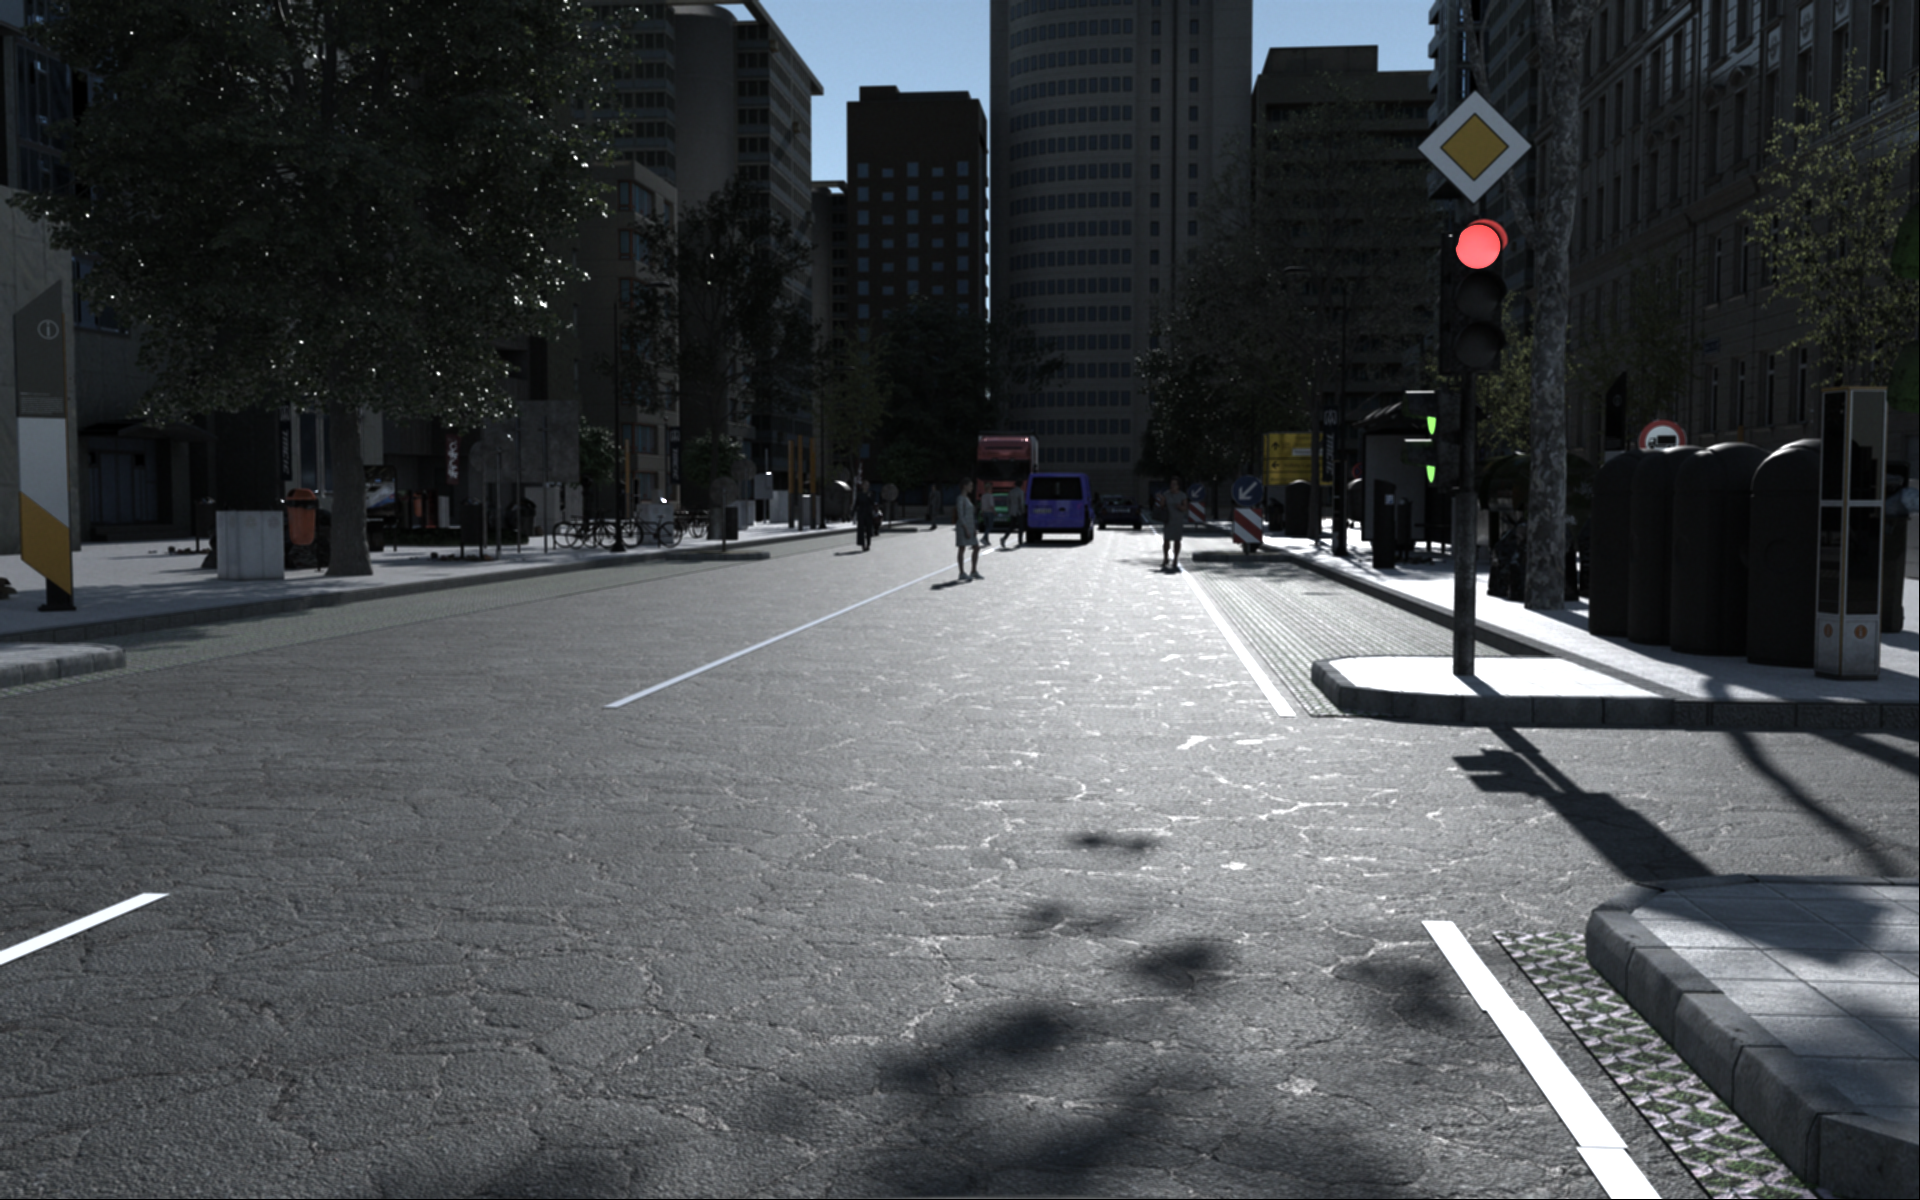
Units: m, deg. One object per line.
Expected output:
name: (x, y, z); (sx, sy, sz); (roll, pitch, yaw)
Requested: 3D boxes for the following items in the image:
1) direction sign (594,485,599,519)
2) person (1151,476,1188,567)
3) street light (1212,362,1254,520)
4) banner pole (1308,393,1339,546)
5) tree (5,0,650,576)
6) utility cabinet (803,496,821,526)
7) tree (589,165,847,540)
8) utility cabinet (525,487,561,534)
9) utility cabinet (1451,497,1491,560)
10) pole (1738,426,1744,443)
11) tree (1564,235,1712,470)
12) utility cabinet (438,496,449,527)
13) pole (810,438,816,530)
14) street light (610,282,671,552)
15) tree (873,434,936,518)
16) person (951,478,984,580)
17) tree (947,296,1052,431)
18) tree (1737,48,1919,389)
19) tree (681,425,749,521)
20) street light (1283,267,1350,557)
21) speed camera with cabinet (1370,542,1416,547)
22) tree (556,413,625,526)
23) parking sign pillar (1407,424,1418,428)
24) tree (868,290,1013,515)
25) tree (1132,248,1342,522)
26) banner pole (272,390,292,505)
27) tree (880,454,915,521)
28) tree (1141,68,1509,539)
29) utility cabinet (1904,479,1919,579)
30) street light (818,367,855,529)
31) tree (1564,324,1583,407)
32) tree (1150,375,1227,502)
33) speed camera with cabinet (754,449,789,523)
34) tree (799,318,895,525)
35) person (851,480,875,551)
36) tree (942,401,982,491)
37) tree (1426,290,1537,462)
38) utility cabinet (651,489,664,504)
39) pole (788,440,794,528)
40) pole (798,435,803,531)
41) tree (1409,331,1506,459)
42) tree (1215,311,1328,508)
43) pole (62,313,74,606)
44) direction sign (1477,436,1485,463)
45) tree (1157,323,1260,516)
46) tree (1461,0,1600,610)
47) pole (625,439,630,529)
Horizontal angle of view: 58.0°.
direction sign: (-18.852, -5.991, 89.948); (0.379, 3.537, 0.876); (0, 4, 1)
person: (4.109, -1.547, 34.159); (0.716, 1.782, 0.532); (1, 4, 21)
street light: (9.690, -5.387, 60.623); (1.470, 5.913, 1.316); (0, 4, 5)
banner pole: (9.063, -3.242, 43.030); (0.401, 3.779, 0.863); (-3, 5, -40)
tree: (-9.681, -7.357, 26.942); (9.857, 13.997, 8.962); (0, 3, 0)
utility cabinet: (-6.087, -3.618, 70.322); (0.306, 1.237, 1.020); (2, 4, 35)
tree: (-6.667, -6.979, 48.511); (7.601, 10.594, 8.767); (-2, 4, -26)
utility cabinet: (-13.186, -2.819, 54.762); (1.173, 1.500, 0.318); (2, 4, 27)
utility cabinet: (10.078, -1.372, 33.597); (1.020, 1.237, 0.306); (0, 4, 0)
pole: (23.250, -3.535, 51.641); (0.158, 3.312, 0.155); (0, 3, 0)
tree: (19.644, -6.094, 49.995); (4.737, 8.622, 4.395); (0, 3, 0)
utility cabinet: (-16.617, -2.710, 55.463); (0.306, 1.237, 1.020); (-2, 4, -30)
pole: (-5.324, -4.206, 62.609); (0.158, 3.312, 0.155); (0, 3, 0)
street light: (-7.038, -4.014, 38.164); (1.470, 5.913, 1.316); (0, 4, 5)
tree: (-2.972, -6.735, 93.825); (4.285, 4.588, 4.351); (0, 3, 0)
person: (0.098, -1.194, 29.033); (0.522, 1.701, 0.512); (1, 4, 19)
tree: (4.780, -18.823, 163.651); (12.611, 20.169, 13.585); (0, 3, 0)
tree: (15.389, -4.843, 29.538); (4.360, 8.622, 3.978); (0, 3, 0)
tree: (-11.837, -6.074, 83.017); (4.285, 4.588, 4.351); (0, 3, 0)
street light: (7.319, -3.855, 35.574); (1.470, 5.913, 1.316); (0, 4, 5)
speed camera with cabinet: (11.069, -2.924, 42.151); (2.038, 3.252, 0.660); (0, 4, -8)
tree: (-15.276, -5.293, 70.252); (4.285, 4.588, 4.351); (0, 3, 0)
parking sign pillar: (16.928, -4.577, 63.303); (1.447, 3.967, 1.447); (2, 4, 31)
tree: (-1.395, -12.258, 107.071); (9.857, 13.997, 8.962); (0, 3, 0)
tree: (12.659, -9.918, 79.163); (9.611, 12.733, 9.660); (0, 3, 0)
banner pole: (-15.931, -3.101, 40.715); (0.863, 3.779, 0.401); (3, 4, 37)
tree: (-3.192, -5.450, 83.706); (1.663, 3.219, 1.824); (0, 3, 0)
tree: (10.285, -8.503, 49.401); (12.009, 13.543, 11.850); (0, 3, 0)
utility cabinet: (14.523, -1.062, 26.037); (0.318, 1.500, 1.173); (1, 4, 10)
street light: (-4.521, -5.565, 63.527); (1.470, 5.913, 1.316); (0, 4, 5)
tree: (20.809, -6.949, 63.980); (4.360, 8.622, 3.978); (0, 3, 0)
tree: (18.350, -12.776, 134.649); (9.928, 11.665, 9.643); (0, 3, 0)
speed camera with cabinet: (-8.245, -5.016, 76.353); (0.660, 3.252, 2.038); (2, 4, 32)
tree: (-4.507, -7.470, 72.496); (4.737, 8.622, 4.395); (0, 3, 0)
person: (-2.418, -2.120, 43.588); (0.576, 1.772, 0.534); (-2, 4, -24)
tree: (0.150, -10.564, 123.090); (4.737, 8.622, 4.395); (0, 3, 0)
tree: (17.866, -6.637, 58.878); (4.360, 8.622, 3.978); (0, 3, 0)
utility cabinet: (-13.779, -4.303, 79.035); (0.318, 1.500, 1.173); (-2, 4, -24)
pole: (-6.378, -4.379, 65.433); (0.158, 3.312, 0.155); (0, 3, 0)
pole: (-5.487, -4.018, 59.532); (0.158, 3.312, 0.155); (0, 3, 0)
tree: (21.406, -7.645, 75.354); (4.737, 8.622, 4.395); (0, 3, 0)
tree: (12.167, -7.215, 68.328); (4.737, 8.622, 4.395); (0, 3, 0)
pole: (-10.188, -1.573, 19.566); (0.158, 3.312, 0.155); (0, 3, 0)
direction sign: (20.222, -4.619, 67.510); (0.379, 3.537, 0.876); (-1, 4, -9)
tree: (15.459, -11.293, 102.774); (7.486, 12.596, 7.792); (0, 3, 0)
tree: (7.449, -10.033, 19.925); (12.611, 20.169, 13.585); (0, 3, 0)
pole: (-12.306, -4.298, 64.117); (0.158, 3.312, 0.155); (0, 3, 0)
